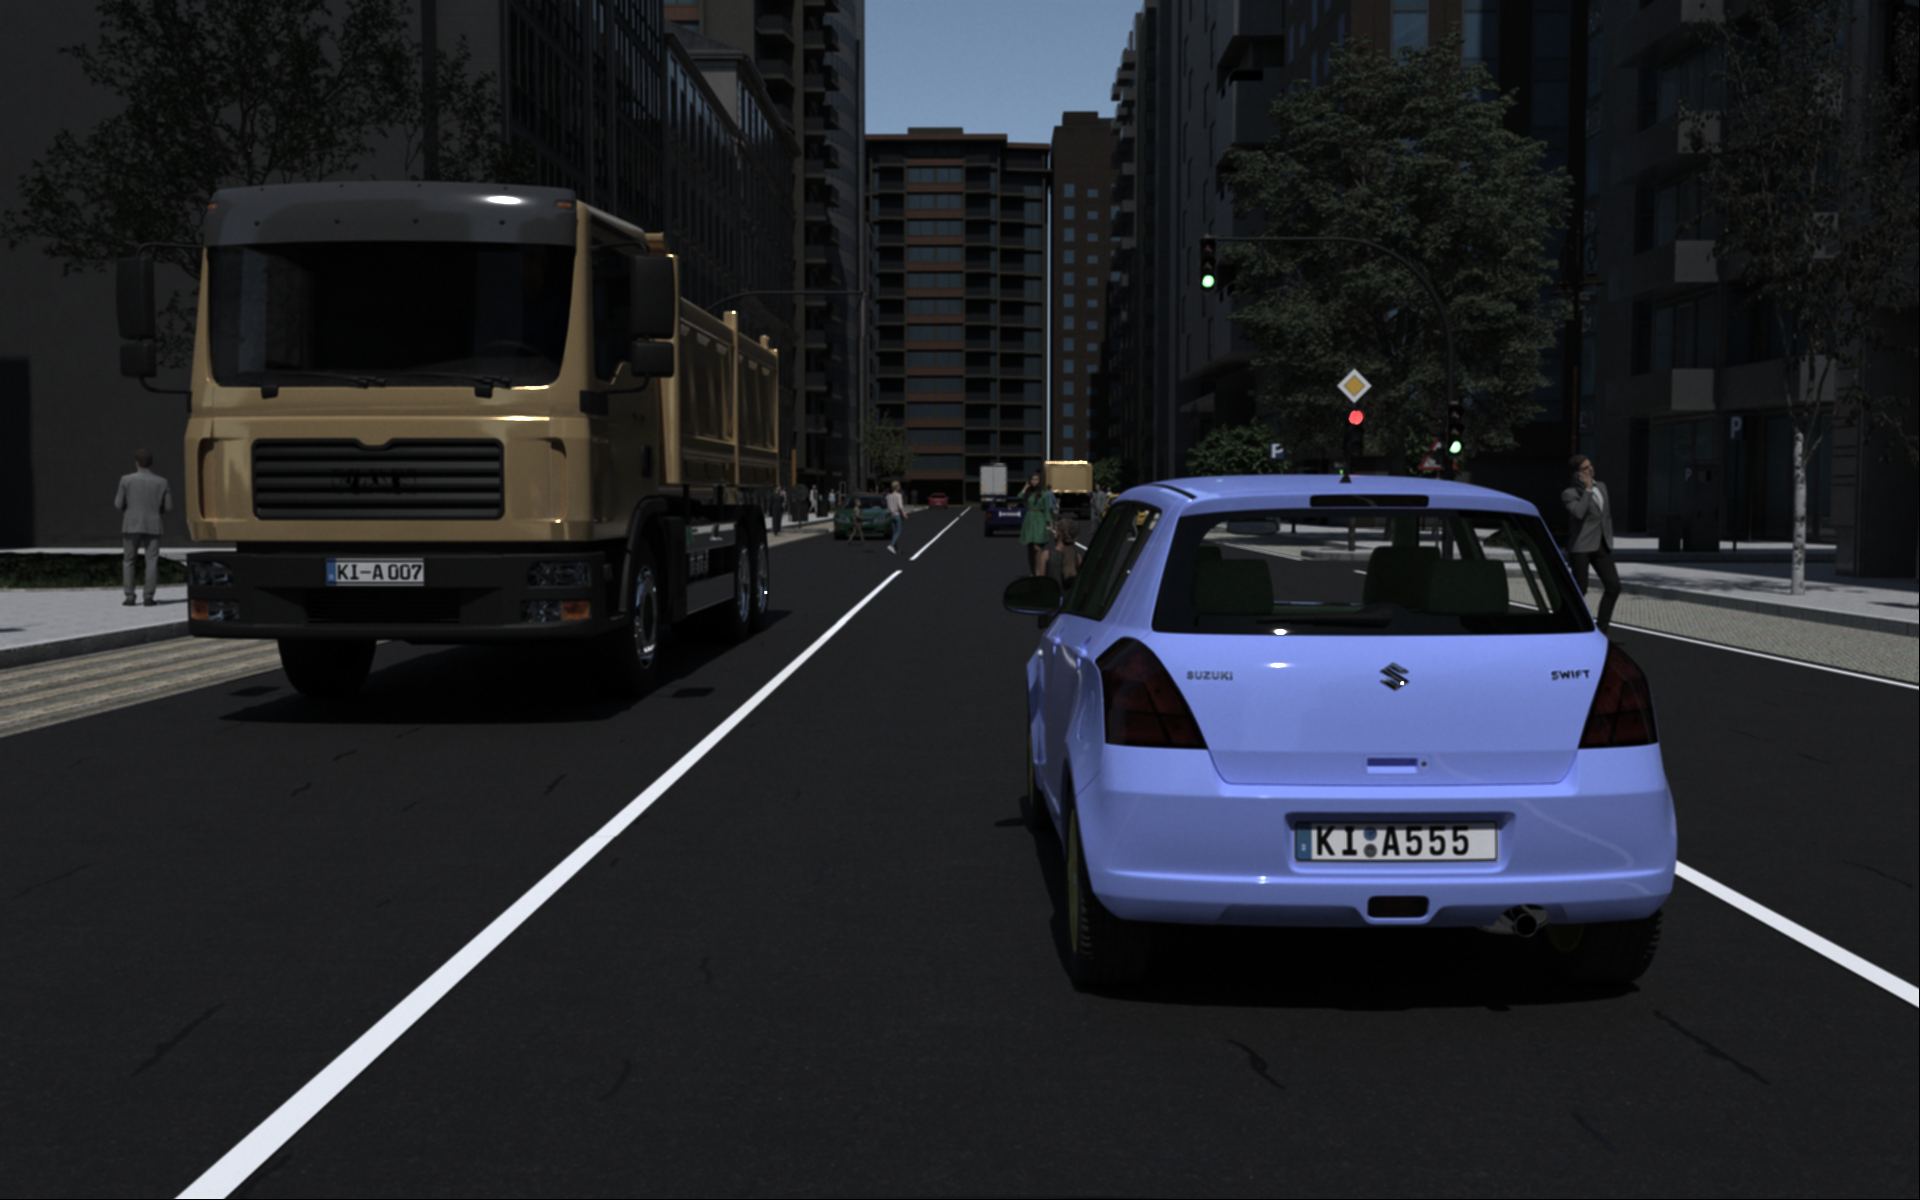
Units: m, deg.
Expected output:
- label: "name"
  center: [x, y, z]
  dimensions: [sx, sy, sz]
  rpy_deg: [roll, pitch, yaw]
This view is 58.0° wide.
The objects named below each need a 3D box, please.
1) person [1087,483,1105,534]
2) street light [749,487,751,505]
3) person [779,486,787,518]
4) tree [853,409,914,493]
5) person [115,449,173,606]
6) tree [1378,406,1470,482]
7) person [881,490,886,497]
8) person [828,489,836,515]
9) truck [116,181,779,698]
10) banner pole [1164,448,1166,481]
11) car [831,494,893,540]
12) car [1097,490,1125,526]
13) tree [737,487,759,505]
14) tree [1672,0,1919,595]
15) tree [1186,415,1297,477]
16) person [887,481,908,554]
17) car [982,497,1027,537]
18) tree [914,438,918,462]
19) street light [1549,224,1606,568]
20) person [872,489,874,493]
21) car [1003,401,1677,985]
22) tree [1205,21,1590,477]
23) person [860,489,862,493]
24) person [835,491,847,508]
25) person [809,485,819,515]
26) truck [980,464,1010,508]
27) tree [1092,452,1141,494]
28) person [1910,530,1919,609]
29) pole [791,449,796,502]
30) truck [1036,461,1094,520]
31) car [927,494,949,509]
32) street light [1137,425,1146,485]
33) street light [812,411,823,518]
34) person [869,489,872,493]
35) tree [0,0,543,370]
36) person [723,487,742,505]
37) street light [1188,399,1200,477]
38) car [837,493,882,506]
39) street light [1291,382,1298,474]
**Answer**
- label: "person"
  center: [4.899, -3.252, 61.773]
  dimensions: [0.635, 1.810, 0.391]
  rpy_deg: [2, 4, 34]
- label: "street light"
  center: [-8.158, -5.773, 67.170]
  dimensions: [0.468, 5.910, 1.993]
  rpy_deg: [0, 4, 1]
- label: "person"
  center: [-9.466, -5.212, 92.092]
  dimensions: [0.563, 1.720, 0.643]
  rpy_deg: [3, 4, 36]
- label: "tree"
  center: [-6.805, -12.005, 146.650]
  dimensions: [4.737, 8.622, 4.395]
  rpy_deg: [0, 3, 0]
- label: "person"
  center: [-9.422, -0.840, 19.970]
  dimensions: [0.606, 1.804, 0.583]
  rpy_deg: [-2, 4, -35]
- label: "tree"
  center: [16.247, -4.700, 60.555]
  dimensions: [4.285, 4.588, 4.351]
  rpy_deg: [0, 3, 0]
- label: "person"
  center: [-7.633, -10.163, 172.883]
  dimensions: [1.217, 1.739, 0.721]
  rpy_deg: [0, 4, 7]
- label: "person"
  center: [-7.838, -6.021, 106.296]
  dimensions: [0.589, 1.601, 0.330]
  rpy_deg: [-2, 4, -32]
- label: "truck"
  center: [-3.386, -1.127, 14.351]
  dimensions: [3.469, 3.379, 9.791]
  rpy_deg: [0, 4, 1]
- label: "banner pole"
  center: [11.283, -6.435, 95.226]
  dimensions: [0.401, 3.779, 0.863]
  rpy_deg: [1, 4, 12]
- label: "car"
  center: [-3.069, -2.693, 55.830]
  dimensions: [2.131, 1.459, 4.920]
  rpy_deg: [0, 4, -1]
- label: "car"
  center: [6.308, -3.511, 67.623]
  dimensions: [2.015, 1.641, 3.980]
  rpy_deg: [0, 4, 1]
- label: "tree"
  center: [-8.668, -4.679, 71.108]
  dimensions: [1.663, 3.219, 1.824]
  rpy_deg: [0, 3, 0]
- label: "tree"
  center: [10.648, -4.350, 21.493]
  dimensions: [4.360, 8.622, 3.978]
  rpy_deg: [0, 3, 0]
- label: "tree"
  center: [12.134, -5.375, 71.587]
  dimensions: [4.285, 4.588, 4.351]
  rpy_deg: [0, 3, 0]
- label: "person"
  center: [-1.535, -1.970, 41.374]
  dimensions: [0.731, 1.740, 0.598]
  rpy_deg: [2, 4, 34]
- label: "car"
  center: [1.719, -2.854, 59.243]
  dimensions: [1.945, 1.354, 3.894]
  rpy_deg: [0, 4, 2]
- label: "tree"
  center: [-6.356, -13.706, 174.454]
  dimensions: [4.737, 8.622, 4.395]
  rpy_deg: [0, 3, 0]
- label: "street light"
  center: [10.641, -3.498, 29.987]
  dimensions: [0.468, 5.910, 1.993]
  rpy_deg: [0, 4, 1]
- label: "person"
  center: [-8.276, -9.597, 163.675]
  dimensions: [0.721, 1.735, 1.217]
  rpy_deg: [0, 4, -1]
- label: "car"
  center: [1.139, 0.198, 6.362]
  dimensions: [1.945, 1.707, 3.694]
  rpy_deg: [0, 4, -1]
- label: "tree"
  center: [11.704, -8.553, 46.500]
  dimensions: [9.857, 13.997, 8.962]
  rpy_deg: [0, 3, 0]
- label: "person"
  center: [-8.258, -8.252, 141.755]
  dimensions: [0.721, 1.735, 1.217]
  rpy_deg: [-3, 4, -37]
- label: "person"
  center: [-8.752, -7.384, 126.780]
  dimensions: [1.348, 1.824, 0.705]
  rpy_deg: [0, 4, -6]
- label: "person"
  center: [-9.069, -6.204, 107.362]
  dimensions: [0.514, 1.842, 0.818]
  rpy_deg: [-3, 4, -39]
- label: "truck"
  center: [3.302, -10.747, 164.628]
  dimensions: [2.839, 4.237, 11.283]
  rpy_deg: [0, 4, 2]
- label: "tree"
  center: [12.493, -9.272, 135.309]
  dimensions: [4.285, 4.588, 4.351]
  rpy_deg: [0, 3, 0]
- label: "person"
  center: [10.895, -0.789, 19.174]
  dimensions: [0.478, 1.798, 0.641]
  rpy_deg: [-2, 4, -32]
- label: "pole"
  center: [-7.600, -5.220, 79.194]
  dimensions: [0.158, 3.312, 0.155]
  rpy_deg: [0, 3, 0]
- label: "truck"
  center: [6.140, -6.348, 99.706]
  dimensions: [3.469, 3.379, 9.791]
  rpy_deg: [0, 4, 2]
- label: "car"
  center: [-2.123, -9.772, 168.809]
  dimensions: [2.155, 1.783, 4.494]
  rpy_deg: [0, 4, -1]
- label: "street light"
  center: [11.909, -8.606, 113.491]
  dimensions: [0.468, 5.910, 1.993]
  rpy_deg: [0, 4, 1]
- label: "street light"
  center: [-7.783, -7.448, 94.555]
  dimensions: [0.468, 5.910, 1.993]
  rpy_deg: [0, 4, 1]
- label: "person"
  center: [-7.911, -9.090, 155.187]
  dimensions: [0.721, 1.766, 1.217]
  rpy_deg: [-3, 5, -44]
- label: "tree"
  center: [-9.905, -5.567, 25.432]
  dimensions: [8.767, 10.594, 7.601]
  rpy_deg: [0, 4, 0]
- label: "person"
  center: [-8.383, -3.543, 63.890]
  dimensions: [0.656, 1.842, 0.836]
  rpy_deg: [-1, 4, -17]
- label: "street light"
  center: [11.462, -6.853, 84.829]
  dimensions: [0.468, 5.910, 1.993]
  rpy_deg: [0, 4, 1]
- label: "car"
  center: [-3.644, -3.549, 67.067]
  dimensions: [2.155, 1.783, 4.494]
  rpy_deg: [0, 4, 1]
- label: "street light"
  center: [11.097, -5.178, 57.443]
  dimensions: [0.468, 5.910, 1.993]
  rpy_deg: [0, 4, 1]
